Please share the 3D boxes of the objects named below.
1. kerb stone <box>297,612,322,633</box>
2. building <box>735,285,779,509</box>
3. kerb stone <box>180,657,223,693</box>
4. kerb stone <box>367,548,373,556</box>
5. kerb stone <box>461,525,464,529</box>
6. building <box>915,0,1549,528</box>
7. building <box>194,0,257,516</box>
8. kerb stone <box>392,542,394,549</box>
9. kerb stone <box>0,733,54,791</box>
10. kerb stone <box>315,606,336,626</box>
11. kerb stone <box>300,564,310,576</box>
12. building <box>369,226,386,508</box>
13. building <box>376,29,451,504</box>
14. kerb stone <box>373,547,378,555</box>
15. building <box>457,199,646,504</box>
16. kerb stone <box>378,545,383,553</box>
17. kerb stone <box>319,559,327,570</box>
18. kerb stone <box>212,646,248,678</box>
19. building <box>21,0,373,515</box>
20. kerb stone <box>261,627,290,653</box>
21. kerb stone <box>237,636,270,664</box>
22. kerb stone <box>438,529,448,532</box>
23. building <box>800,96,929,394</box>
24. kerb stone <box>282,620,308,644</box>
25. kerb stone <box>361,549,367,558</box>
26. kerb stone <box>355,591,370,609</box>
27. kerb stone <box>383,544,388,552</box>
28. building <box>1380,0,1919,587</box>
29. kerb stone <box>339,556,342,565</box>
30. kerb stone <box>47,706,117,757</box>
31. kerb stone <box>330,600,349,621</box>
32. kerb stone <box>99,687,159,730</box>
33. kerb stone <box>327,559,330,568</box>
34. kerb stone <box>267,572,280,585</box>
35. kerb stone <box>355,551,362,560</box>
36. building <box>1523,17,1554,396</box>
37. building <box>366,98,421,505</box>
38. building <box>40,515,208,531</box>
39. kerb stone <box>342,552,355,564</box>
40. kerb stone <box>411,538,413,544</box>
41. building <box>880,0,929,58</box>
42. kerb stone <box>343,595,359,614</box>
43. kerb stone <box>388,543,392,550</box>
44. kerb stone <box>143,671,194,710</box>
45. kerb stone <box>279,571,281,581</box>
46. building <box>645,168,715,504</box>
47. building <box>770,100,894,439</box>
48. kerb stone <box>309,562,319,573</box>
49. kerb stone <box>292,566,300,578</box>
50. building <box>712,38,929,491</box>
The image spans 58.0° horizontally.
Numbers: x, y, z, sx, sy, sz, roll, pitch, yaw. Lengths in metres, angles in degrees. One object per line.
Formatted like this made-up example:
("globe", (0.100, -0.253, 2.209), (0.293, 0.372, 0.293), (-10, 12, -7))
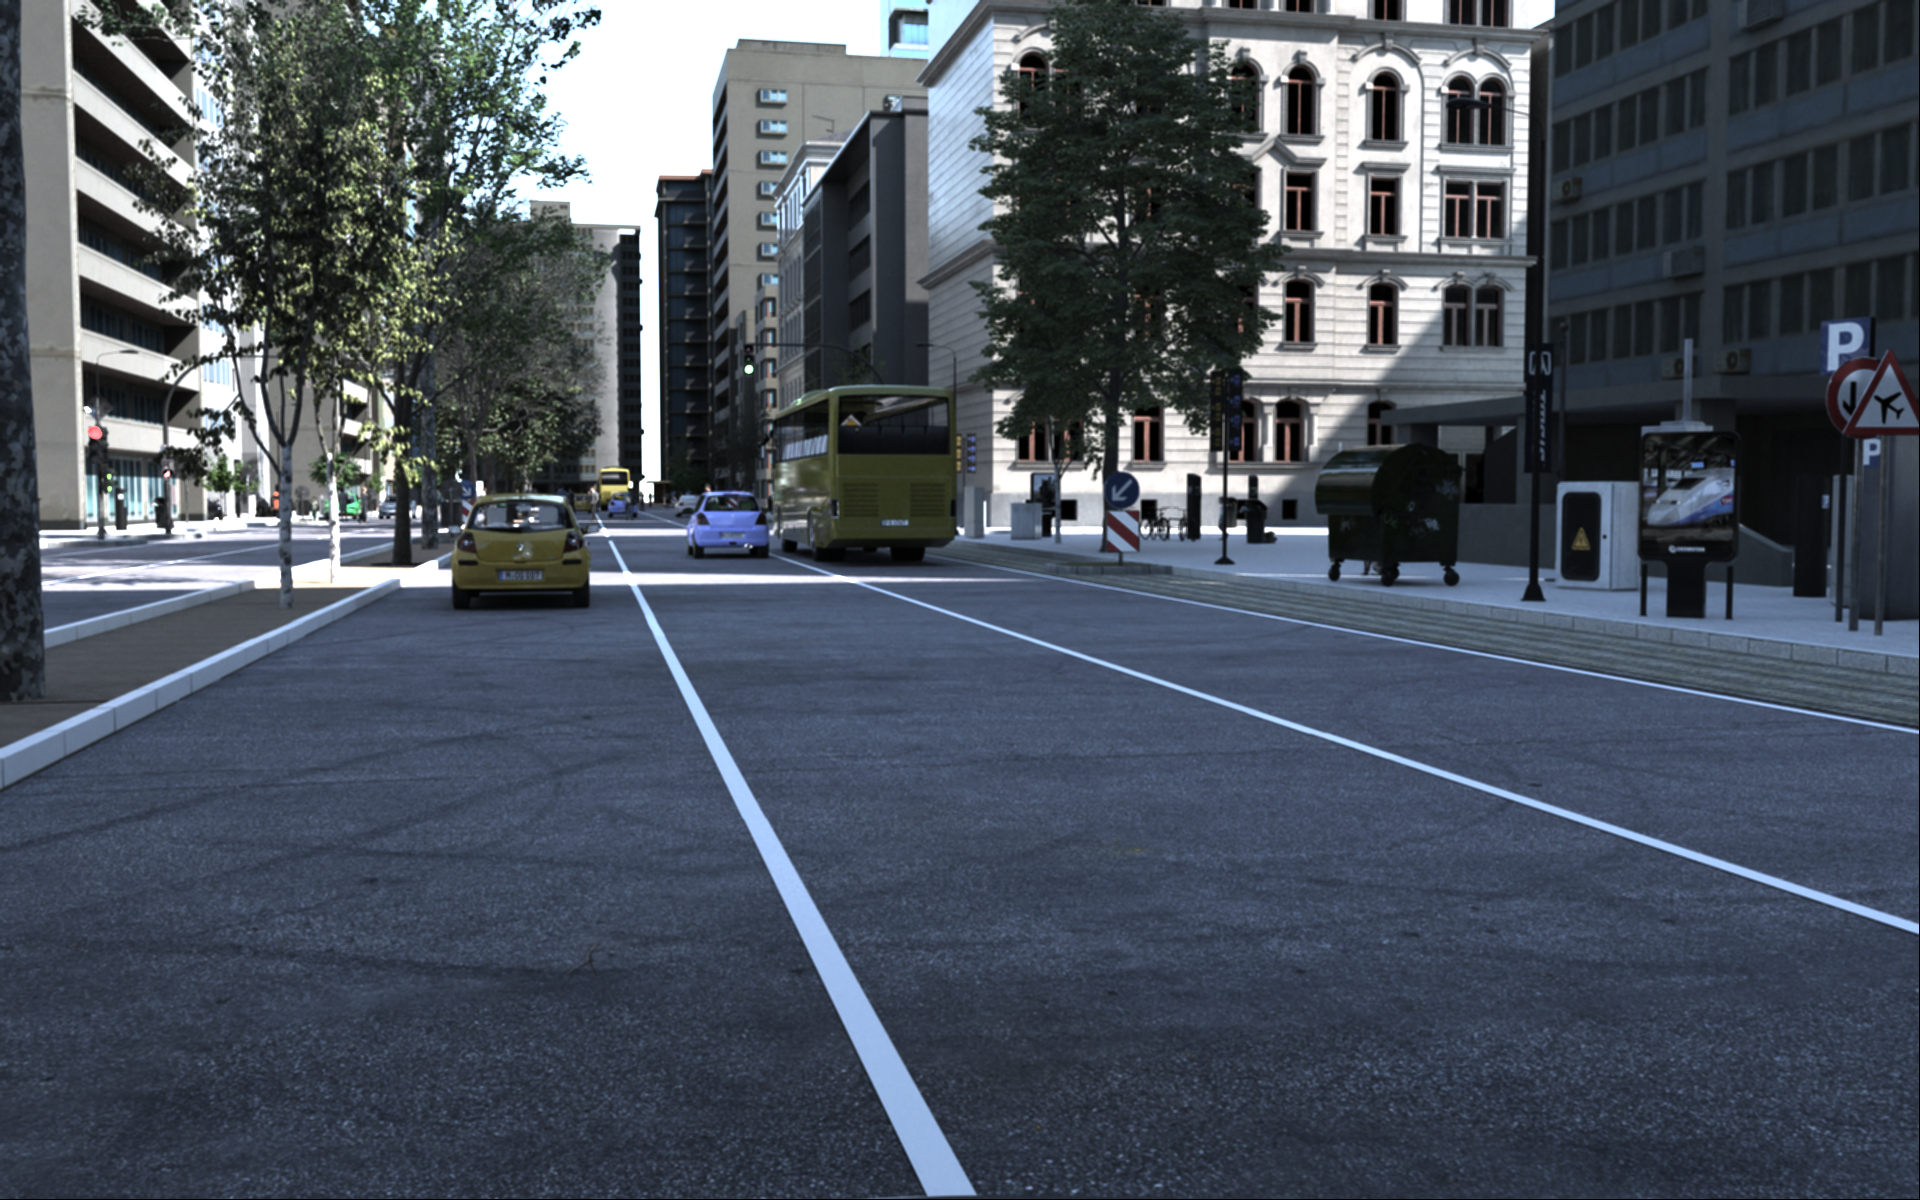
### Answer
("kerb stone", (-6.762, 0.263, 17.904), (0.120, 0.150, 1.000), (-1, 4, -12))
("building", (-5.663, -19.284, 160.334), (27.650, 21.520, 28.899), (-1, 4, -12))
("kerb stone", (-5.670, 0.569, 12.893), (0.120, 0.150, 1.000), (-1, 4, -12))
("kerb stone", (-13.566, -1.056, 39.465), (0.120, 0.150, 1.000), (-1, 4, -12))
("kerb stone", (-20.839, -3.112, 73.082), (0.120, 0.150, 1.000), (-1, 4, -12))
("building", (10.731, -17.477, 73.141), (23.554, 28.519, 14.401), (-1, 4, -12))
("building", (-53.814, -34.076, 99.143), (21.231, 58.520, 28.212), (-1, 4, -12))
("kerb stone", (-14.655, -1.363, 44.475), (0.120, 0.150, 1.000), (-1, 4, -12))
("kerb stone", (-4.812, 0.815, 8.894), (0.120, 0.150, 1.000), (-1, 4, -12))
("kerb stone", (-6.977, 0.202, 18.903), (0.120, 0.150, 1.000), (-1, 4, -12))
("kerb stone", (-11.610, -0.502, 30.432), (0.120, 0.150, 1.000), (-1, 4, -12))
("building", (-60.125, -23.505, 156.014), (14.160, 30.474, 14.107), (-1, 4, -12))
("building", (-79.118, -41.432, 219.412), (28.212, 58.520, 21.231), (-1, 4, -12))
("kerb stone", (-13.787, -1.116, 40.474), (0.120, 0.150, 1.000), (-1, 4, -12))
("building", (-54.558, -33.014, 231.662), (23.993, 40.220, 32.217), (-1, 4, -12))
("kerb stone", (-13.998, -1.179, 41.474), (0.120, 0.150, 1.000), (-1, 4, -12))
("kerb stone", (-12.053, -0.627, 32.444), (0.120, 0.150, 1.000), (-1, 4, -12))
("kerb stone", (-5.892, 0.509, 13.891), (0.120, 0.150, 1.000), (-1, 4, -12))
("building", (-59.181, -31.365, 136.521), (21.300, 48.544, 21.600), (-1, 4, -12))
("kerb stone", (-6.324, 0.388, 15.904), (0.120, 0.150, 1.000), (-1, 4, -12))
("kerb stone", (-6.114, 0.446, 14.903), (0.120, 0.150, 1.000), (-1, 4, -12))
("kerb stone", (-18.237, -2.376, 61.054), (0.120, 0.150, 1.000), (-1, 4, -12))
("building", (-0.471, -17.253, 101.157), (14.314, 24.678, 30.058), (-1, 4, -12))
("kerb stone", (-6.537, 0.327, 16.907), (0.120, 0.150, 1.000), (-1, 4, -12))
("kerb stone", (-13.349, -0.995, 38.460), (0.120, 0.150, 1.000), (-1, 4, -12))
("kerb stone", (-7.622, 0.018, 21.905), (0.120, 0.150, 1.000), (-1, 4, -12))
("kerb stone", (-14.207, -1.237, 42.474), (0.120, 0.150, 1.000), (-1, 4, -12))
("building", (25.604, -20.852, 32.819), (32.217, 40.220, 23.993), (-1, 4, -12))
("kerb stone", (-12.477, -0.749, 34.450), (0.120, 0.150, 1.000), (-1, 4, -12))
("kerb stone", (-5.029, 0.755, 9.893), (0.120, 0.150, 1.000), (-1, 4, -12))
("kerb stone", (-7.188, 0.140, 19.906), (0.120, 0.150, 1.000), (-1, 4, -12))
("kerb stone", (-5.242, 0.692, 10.892), (0.120, 0.150, 1.000), (-1, 4, -12))
("kerb stone", (-12.263, -0.684, 33.446), (0.120, 0.150, 1.000), (-1, 4, -12))
("kerb stone", (-10.967, -0.320, 27.430), (0.120, 0.150, 1.000), (-1, 4, -12))
("kerb stone", (-13.128, -0.930, 37.461), (0.120, 0.150, 1.000), (-1, 4, -12))
("building", (37.195, -15.890, 78.867), (30.058, 24.678, 14.314), (-1, 4, -12))
("building", (-67.740, -33.083, 191.010), (14.200, 45.320, 14.600), (-1, 4, -12))
("building", (-43.406, -27.119, 67.100), (21.300, 48.544, 21.600), (-1, 4, -12))
("kerb stone", (-12.918, -0.868, 36.456), (0.120, 0.150, 1.000), (-1, 4, -12))
("kerb stone", (-15.950, -1.730, 50.480), (0.120, 0.150, 1.000), (-1, 4, -12))
("building", (1.538, -56.564, 237.489), (31.000, 86.520, 22.319), (-1, 4, -12))
("kerb stone", (-7.408, 0.079, 20.905), (0.120, 0.150, 1.000), (-1, 4, -12))
("kerb stone", (-14.435, -1.301, 43.470), (0.120, 0.150, 1.000), (-1, 4, -12))
("kerb stone", (-5.457, 0.630, 11.891), (0.120, 0.150, 1.000), (-1, 4, -12))
("kerb stone", (-11.189, -0.376, 28.430), (0.120, 0.150, 1.000), (-1, 4, -12))
("building", (-27.581, -35.302, 231.807), (28.867, 44.769, 22.147), (-1, 4, -12))
("building", (-6.071, -20.832, 126.503), (13.634, 28.700, 20.117), (-1, 4, -12))
("kerb stone", (-11.826, -0.563, 31.439), (0.120, 0.150, 1.000), (-1, 4, -12))
("kerb stone", (-11.405, -0.442, 29.428), (0.120, 0.150, 1.000), (-1, 4, -12))
("building", (-14.660, -34.242, 183.557), (21.300, 48.544, 21.600), (-1, 4, -12))
